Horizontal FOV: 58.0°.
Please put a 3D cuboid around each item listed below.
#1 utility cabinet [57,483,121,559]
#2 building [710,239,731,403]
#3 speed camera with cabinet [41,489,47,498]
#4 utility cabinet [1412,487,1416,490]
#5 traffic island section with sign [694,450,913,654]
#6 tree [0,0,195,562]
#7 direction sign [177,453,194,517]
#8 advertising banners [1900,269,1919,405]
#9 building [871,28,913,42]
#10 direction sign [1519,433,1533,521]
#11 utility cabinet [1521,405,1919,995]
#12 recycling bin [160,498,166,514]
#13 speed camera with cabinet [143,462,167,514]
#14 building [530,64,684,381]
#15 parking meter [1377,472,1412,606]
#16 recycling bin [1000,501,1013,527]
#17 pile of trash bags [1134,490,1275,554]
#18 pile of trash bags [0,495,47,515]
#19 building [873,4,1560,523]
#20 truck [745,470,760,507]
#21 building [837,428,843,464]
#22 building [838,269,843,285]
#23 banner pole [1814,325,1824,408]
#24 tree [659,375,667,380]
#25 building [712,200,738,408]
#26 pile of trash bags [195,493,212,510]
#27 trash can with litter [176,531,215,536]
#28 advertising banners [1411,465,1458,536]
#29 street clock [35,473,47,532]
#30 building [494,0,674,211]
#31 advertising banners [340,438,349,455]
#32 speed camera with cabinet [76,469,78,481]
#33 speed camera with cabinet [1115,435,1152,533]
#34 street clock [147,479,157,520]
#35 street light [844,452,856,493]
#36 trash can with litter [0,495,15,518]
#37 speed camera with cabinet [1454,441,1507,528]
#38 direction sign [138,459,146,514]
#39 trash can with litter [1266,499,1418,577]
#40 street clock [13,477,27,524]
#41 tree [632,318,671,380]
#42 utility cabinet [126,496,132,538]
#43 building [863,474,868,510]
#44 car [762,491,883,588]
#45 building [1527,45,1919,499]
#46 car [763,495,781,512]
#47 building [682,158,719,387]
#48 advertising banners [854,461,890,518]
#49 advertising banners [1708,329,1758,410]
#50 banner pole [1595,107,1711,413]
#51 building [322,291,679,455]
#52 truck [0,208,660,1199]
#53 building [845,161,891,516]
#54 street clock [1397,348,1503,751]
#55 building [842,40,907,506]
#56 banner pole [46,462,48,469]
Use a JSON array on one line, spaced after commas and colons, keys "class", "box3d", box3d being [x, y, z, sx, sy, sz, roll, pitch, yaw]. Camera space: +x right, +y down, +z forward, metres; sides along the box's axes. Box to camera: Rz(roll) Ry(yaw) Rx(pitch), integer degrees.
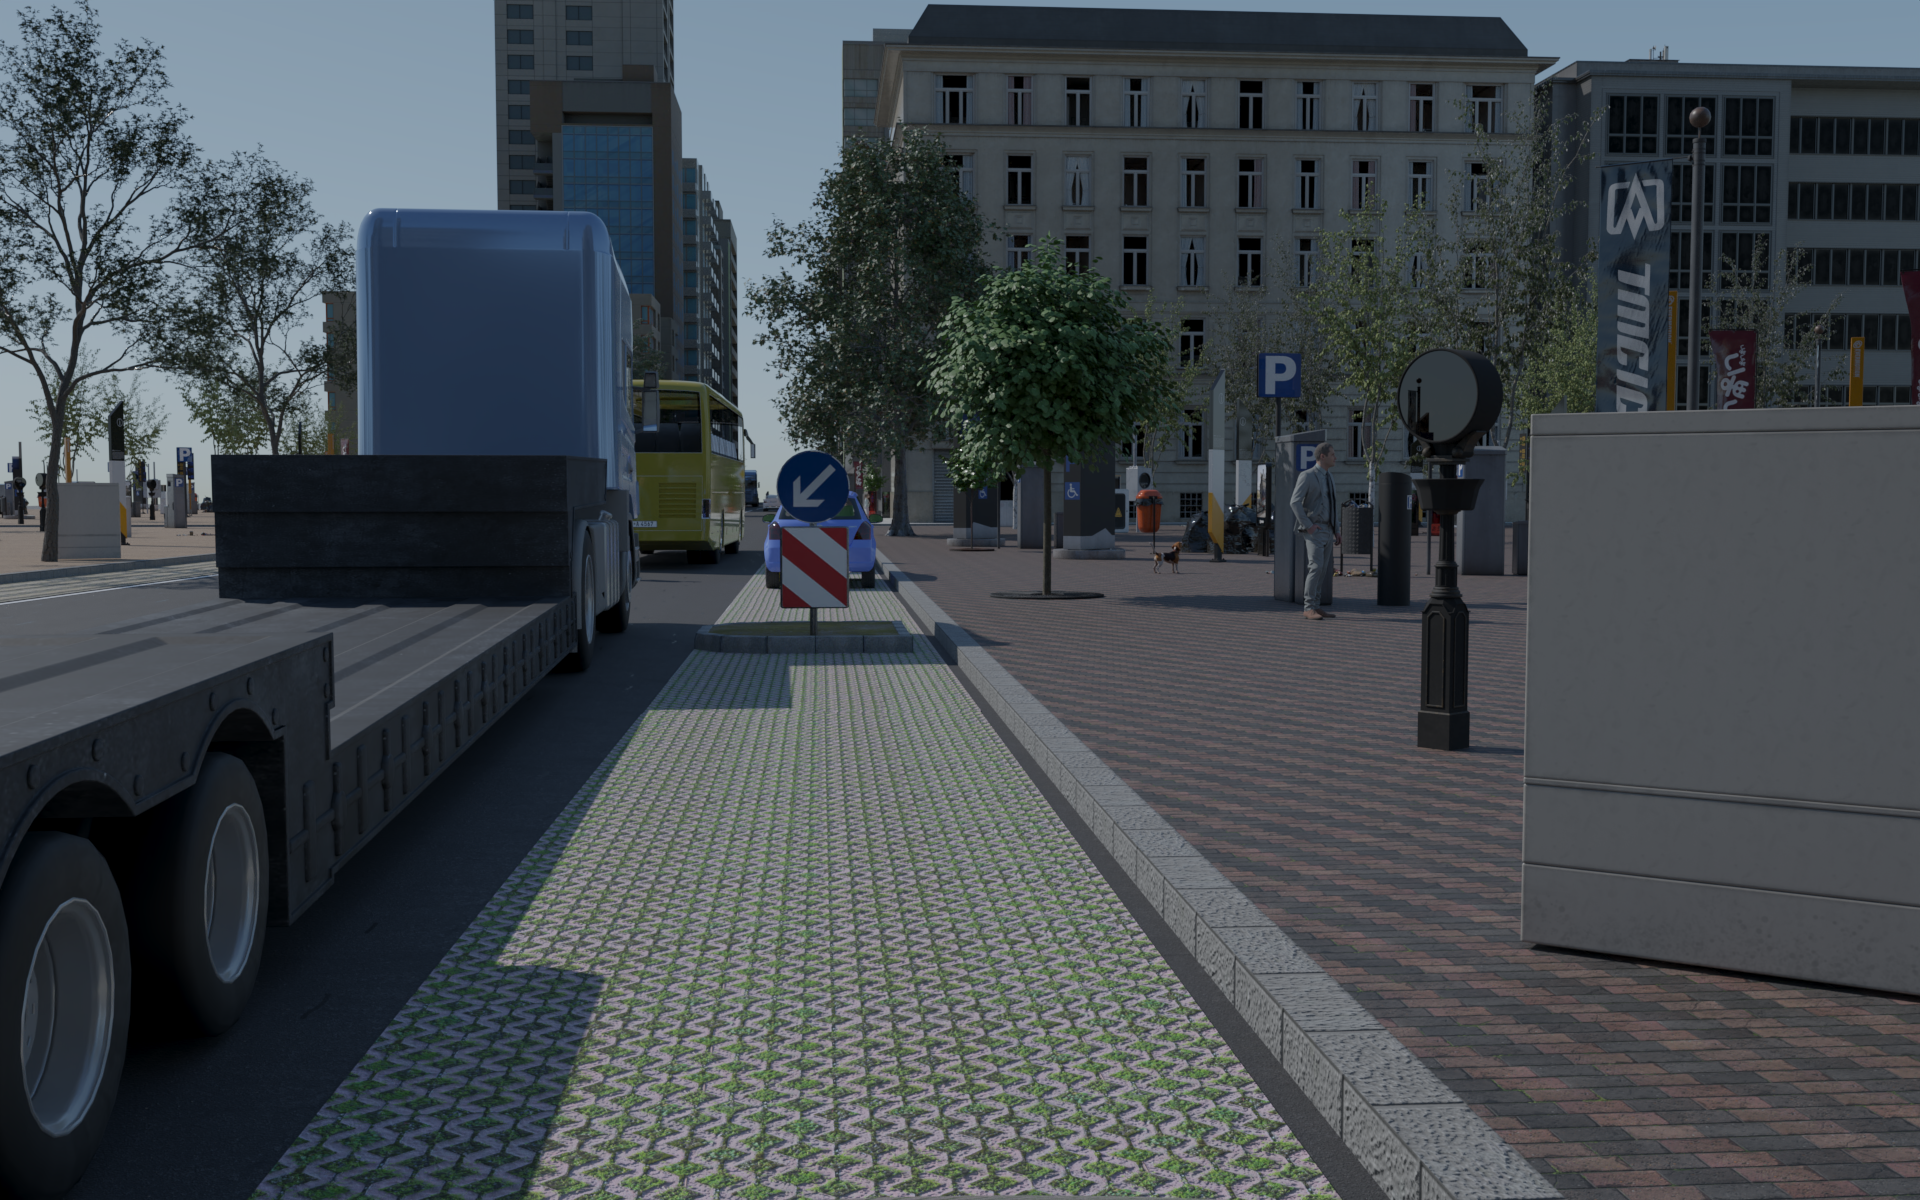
[{"class": "utility cabinet", "box3d": [-17.073, -1.540, 33.861, 1.173, 1.500, 0.318, -2, 4, -24]}, {"class": "building", "box3d": [-43.007, -35.811, 269.098, 14.154, 41.232, 14.086, 0, 4, -5]}, {"class": "speed camera with cabinet", "box3d": [-48.347, -6.009, 92.582, 0.660, 3.252, 2.038, 0, 4, -1]}, {"class": "utility cabinet", "box3d": [14.721, -2.929, 56.573, 0.318, 1.500, 1.173, 1, 4, 17]}, {"class": "traffic island section with sign", "box3d": [-1.488, -0.474, 16.385, 1.989, 1.847, 2.006, 0, 4, -5]}, {"class": "tree", "box3d": [-16.995, -5.989, 32.331, 7.601, 10.594, 8.767, 2, 4, 33]}, {"class": "direction sign", "box3d": [-42.524, -6.309, 95.148, 0.876, 3.537, 0.379, -2, 4, -34]}, {"class": "advertising banners", "box3d": [8.244, -1.035, 13.109, 2.074, 3.025, 0.090, 2, 4, 28]}, {"class": "building", "box3d": [0.008, -34.461, 183.049, 23.786, 49.044, 30.456, 0, 4, -5]}, {"class": "direction sign", "box3d": [21.097, -4.431, 64.450, 0.379, 3.537, 0.876, -1, 4, -22]}, {"class": "utility cabinet", "box3d": [2.160, 0.246, 4.659, 1.173, 1.500, 0.318, 2, 4, 32]}, {"class": "recycling bin", "box3d": [-50.540, -5.993, 110.545, 0.722, 1.027, 0.722, 0, 4, 3]}, {"class": "speed camera with cabinet", "box3d": [-52.054, -7.247, 112.832, 2.038, 3.252, 0.660, 0, 4, -1]}, {"class": "building", "box3d": [-37.006, -32.701, 184.778, 14.600, 45.320, 14.200, 0, 4, -5]}, {"class": "parking meter", "box3d": [5.012, -0.707, 19.976, 0.372, 1.533, 0.369, 0, 3, 0]}, {"class": "recycling bin", "box3d": [1.960, -3.356, 67.422, 0.722, 1.027, 0.722, 2, 4, 26]}, {"class": "pile of trash bags", "box3d": [5.404, -1.706, 37.640, 3.447, 1.369, 1.912, -1, 4, -19]}, {"class": "pile of trash bags", "box3d": [-58.798, -6.033, 108.389, 3.447, 1.369, 1.912, 0, 4, 0]}, {"class": "building", "box3d": [11.097, -15.362, 84.458, 30.059, 22.955, 16.112, 0, 4, -5]}, {"class": "truck", "box3d": [-24.342, -12.762, 198.424, 2.967, 4.110, 18.799, 0, 4, -6]}, {"class": "building", "box3d": [-4.077, -25.003, 253.835, 27.650, 21.520, 28.899, 0, 4, -5]}, {"class": "building", "box3d": [-12.432, -38.176, 274.282, 14.600, 45.320, 14.200, 0, 4, -5]}, {"class": "banner pole", "box3d": [12.636, -2.176, 25.588, 0.401, 3.779, 0.863, 2, 4, 28]}, {"class": "tree", "box3d": [-26.417, -13.372, 144.382, 9.928, 11.665, 9.643, 0, 3, 0]}, {"class": "building", "box3d": [-48.001, -40.555, 286.775, 21.300, 48.544, 21.600, 0, 4, -5]}, {"class": "pile of trash bags", "box3d": [-60.818, -7.863, 138.312, 1.912, 1.369, 3.447, -1, 4, -14]}, {"class": "trash can with litter", "box3d": [-23.220, -2.616, 53.823, 2.233, 1.210, 1.678, -3, 4, -36]}, {"class": "advertising banners", "box3d": [14.514, -3.462, 52.799, 2.074, 3.025, 0.090, 1, 4, 22]}, {"class": "street clock", "box3d": [-31.323, -3.339, 59.156, 0.471, 2.002, 0.358, 2, 4, 32]}, {"class": "building", "box3d": [-41.468, -46.655, 201.057, 20.563, 71.187, 20.611, 0, 4, -5]}, {"class": "advertising banners", "box3d": [-19.861, -3.591, 54.898, 2.074, 3.025, 0.090, 3, 5, 42]}, {"class": "speed camera with cabinet", "box3d": [-69.476, -8.778, 137.861, 2.038, 3.252, 0.660, -2, 4, -26]}, {"class": "speed camera with cabinet", "box3d": [5.447, -3.851, 57.307, 2.038, 3.252, 0.660, -3, 5, -40]}, {"class": "street clock", "box3d": [-39.830, -4.942, 85.371, 0.358, 2.002, 0.471, 1, 4, 9]}, {"class": "street light", "box3d": [-7.005, -8.180, 106.279, 1.470, 5.913, 1.316, 0, 4, -5]}, {"class": "trash can with litter", "box3d": [-50.650, -4.930, 91.669, 2.233, 1.210, 1.678, 3, 5, 40]}, {"class": "speed camera with cabinet", "box3d": [19.277, -4.286, 64.413, 0.660, 3.252, 2.038, -3, 5, -44]}, {"class": "direction sign", "box3d": [-52.769, -7.325, 111.767, 0.379, 3.537, 0.876, 0, 4, 4]}, {"class": "trash can with litter", "box3d": [5.960, -1.000, 27.403, 2.233, 1.210, 1.678, 3, 4, 38]}, {"class": "street clock", "box3d": [-39.921, -4.221, 73.576, 0.358, 2.002, 0.471, 3, 5, 43]}, {"class": "tree", "box3d": [-24.104, -12.786, 115.706, 9.857, 13.997, 8.962, 0, 3, 0]}, {"class": "utility cabinet", "box3d": [-24.991, -2.460, 51.377, 1.020, 1.237, 0.306, 3, 4, 36]}, {"class": "building", "box3d": [-1.398, -21.547, 139.685, 14.401, 28.519, 23.554, 0, 4, -5]}, {"class": "car", "box3d": [-2.184, -1.094, 27.480, 1.945, 1.707, 3.694, 0, 4, -3]}, {"class": "building", "box3d": [41.380, -16.319, 85.886, 30.058, 24.678, 14.314, 0, 4, -5]}, {"class": "car", "box3d": [-15.240, -7.979, 142.820, 2.083, 1.381, 4.827, 0, 4, -3]}, {"class": "building", "box3d": [-45.952, -38.331, 246.320, 23.786, 49.044, 30.456, 0, 4, -5]}, {"class": "advertising banners", "box3d": [-4.664, -5.892, 92.518, 2.074, 3.025, 0.090, 0, 4, 2]}, {"class": "advertising banners", "box3d": [8.957, -1.361, 18.435, 2.074, 3.025, 0.090, 0, 4, -1]}, {"class": "banner pole", "box3d": [4.607, -1.311, 11.460, 0.863, 3.779, 0.401, 3, 4, 37]}, {"class": "building", "box3d": [-41.538, -19.442, 162.920, 27.650, 21.520, 28.899, 0, 4, -5]}, {"class": "truck", "box3d": [-3.831, -1.281, 10.705, 2.967, 4.110, 18.799, 0, 4, -7]}, {"class": "building", "box3d": [-0.133, -17.934, 112.282, 14.314, 24.678, 30.058, 0, 4, -5]}, {"class": "street clock", "box3d": [2.449, -0.253, 8.714, 0.358, 2.002, 0.471, -3, 5, -42]}, {"class": "building", "box3d": [-3.875, -29.179, 160.672, 14.154, 41.232, 14.086, 0, 4, -5]}, {"class": "banner pole", "box3d": [-70.831, -8.841, 134.562, 0.401, 3.779, 0.863, -3, 4, -39]}]
